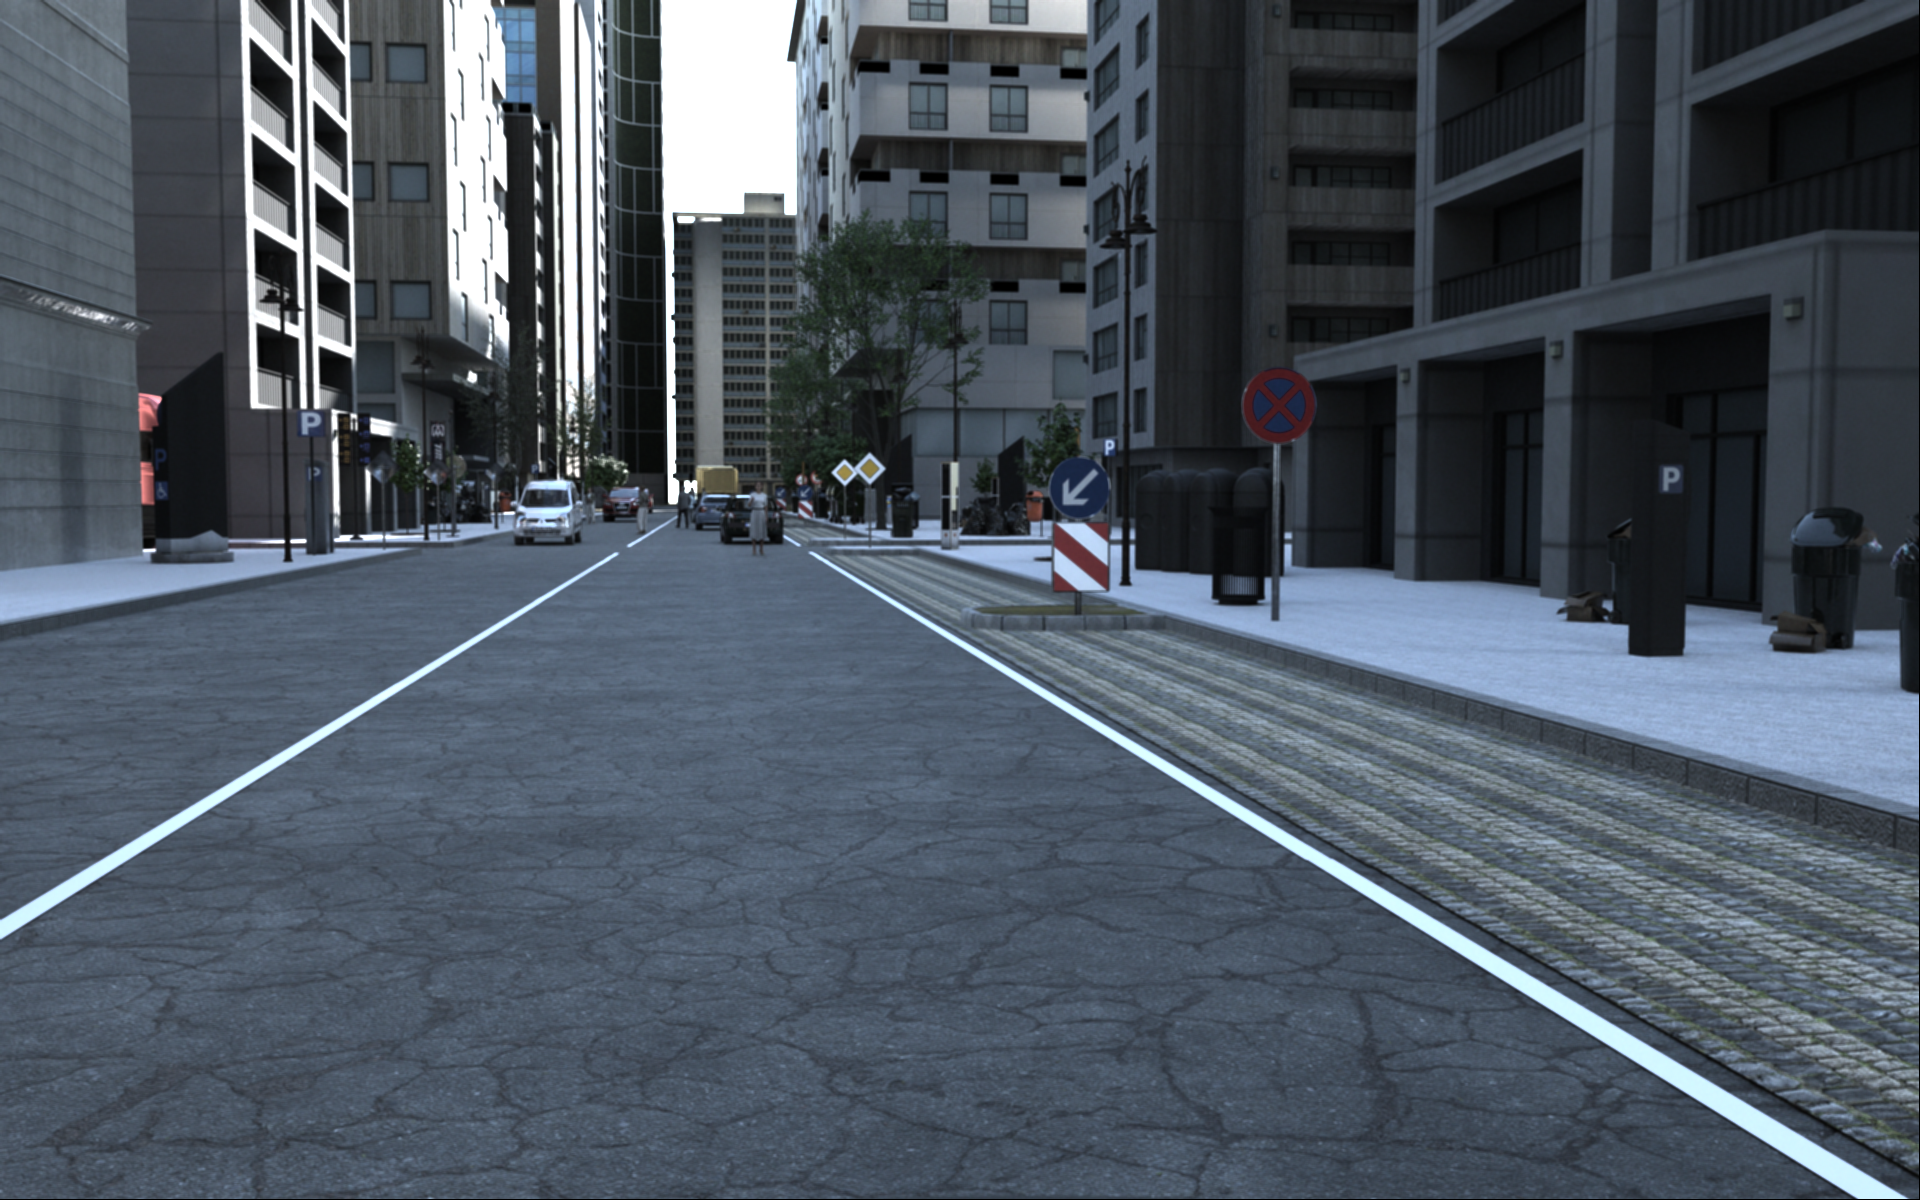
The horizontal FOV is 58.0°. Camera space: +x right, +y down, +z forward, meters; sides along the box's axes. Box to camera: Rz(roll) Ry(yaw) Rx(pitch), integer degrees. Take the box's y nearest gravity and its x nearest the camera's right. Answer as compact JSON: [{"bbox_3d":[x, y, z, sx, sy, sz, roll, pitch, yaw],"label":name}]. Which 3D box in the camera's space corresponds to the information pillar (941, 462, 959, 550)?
[{"bbox_3d":[-0.234,-2.172,40.007,0.304,2.012,0.304,3,4,39],"label":"information pillar"}]

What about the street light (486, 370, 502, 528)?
[{"bbox_3d":[-17.320,-5.612,64.548,0.468,5.910,1.993,0,4,-8],"label":"street light"}]

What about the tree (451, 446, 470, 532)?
[{"bbox_3d":[-17.437,-3.934,58.918,1.663,3.219,1.824,0,3,0],"label":"tree"}]

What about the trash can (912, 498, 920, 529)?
[{"bbox_3d":[-1.816,-3.161,63.338,0.748,1.137,0.748,0,3,0],"label":"trash can"}]

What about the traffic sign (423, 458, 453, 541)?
[{"bbox_3d":[-14.360,-2.693,47.678,0.795,2.450,0.064,0,4,-8],"label":"traffic sign"}]

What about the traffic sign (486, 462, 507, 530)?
[{"bbox_3d":[-16.683,-3.742,62.370,0.795,2.450,0.064,0,4,-3],"label":"traffic sign"}]

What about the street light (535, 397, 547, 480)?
[{"bbox_3d":[-19.586,-6.627,81.144,0.468,5.910,1.993,0,4,-8],"label":"street light"}]

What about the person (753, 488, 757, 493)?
[{"bbox_3d":[-9.641,-4.452,82.122,0.563,1.720,0.643,2,4,32],"label":"person"}]

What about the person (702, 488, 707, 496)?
[{"bbox_3d":[-15.680,-5.968,106.192,0.853,1.813,0.709,-3,4,-39],"label":"person"}]

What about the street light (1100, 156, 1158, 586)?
[{"bbox_3d":[2.324,-3.140,24.122,0.468,5.910,1.993,0,4,-8],"label":"street light"}]

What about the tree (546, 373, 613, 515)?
[{"bbox_3d":[-23.155,-9.511,105.874,4.737,8.622,4.395,0,3,0],"label":"tree"}]

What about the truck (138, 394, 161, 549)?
[{"bbox_3d":[-23.587,-3.200,41.232,11.283,4.237,2.839,-1,4,-8],"label":"truck"}]

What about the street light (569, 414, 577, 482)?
[{"bbox_3d":[-21.964,-7.683,98.406,0.468,5.910,1.993,0,4,-8],"label":"street light"}]

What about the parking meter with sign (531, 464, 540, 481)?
[{"bbox_3d":[-24.562,-6.466,101.975,0.543,3.016,1.738,1,4,17],"label":"parking meter with sign"}]

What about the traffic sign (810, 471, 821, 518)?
[{"bbox_3d":[-7.515,-5.593,91.559,0.768,2.556,0.104,0,4,-3],"label":"traffic sign"}]

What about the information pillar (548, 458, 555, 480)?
[{"bbox_3d":[-26.611,-7.443,113.055,0.504,3.616,0.183,0,4,8],"label":"information pillar"}]

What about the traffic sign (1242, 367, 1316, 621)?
[{"bbox_3d":[3.197,-1.063,17.485,0.768,2.556,0.104,0,4,-7],"label":"traffic sign"}]

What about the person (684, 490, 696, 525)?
[{"bbox_3d":[-12.562,-4.298,80.584,0.589,1.601,0.330,-3,4,-36],"label":"person"}]

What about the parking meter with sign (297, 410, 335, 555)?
[{"bbox_3d":[-13.718,-2.493,37.016,0.543,3.016,1.738,-1,4,-12],"label":"parking meter with sign"}]

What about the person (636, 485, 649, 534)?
[{"bbox_3d":[-11.487,-3.272,62.549,0.362,1.759,0.519,2,4,31],"label":"person"}]

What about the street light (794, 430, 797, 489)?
[{"bbox_3d":[-11.685,-9.185,122.961,0.468,5.910,1.993,0,4,-8],"label":"street light"}]

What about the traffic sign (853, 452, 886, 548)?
[{"bbox_3d":[-2.152,-2.304,41.318,0.795,2.450,0.064,0,4,-8],"label":"traffic sign"}]

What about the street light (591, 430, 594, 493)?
[{"bbox_3d":[-24.475,-8.711,115.205,0.468,5.910,1.993,0,4,-8],"label":"street light"}]

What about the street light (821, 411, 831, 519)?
[{"bbox_3d":[-6.829,-7.081,88.562,0.468,5.910,1.993,0,4,-8],"label":"street light"}]

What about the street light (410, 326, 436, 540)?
[{"bbox_3d":[-14.775,-4.587,47.793,0.468,5.910,1.993,0,4,-8],"label":"street light"}]

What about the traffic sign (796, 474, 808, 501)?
[{"bbox_3d":[-9.998,-6.686,109.429,0.768,2.556,0.104,0,4,-5],"label":"traffic sign"}]

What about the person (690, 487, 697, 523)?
[{"bbox_3d":[-13.162,-4.705,85.613,0.473,1.802,0.592,2,4,24],"label":"person"}]

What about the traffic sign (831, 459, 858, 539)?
[{"bbox_3d":[-3.274,-2.788,49.224,0.795,2.450,0.064,0,4,-8],"label":"traffic sign"}]

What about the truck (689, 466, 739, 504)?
[{"bbox_3d":[-16.659,-7.479,118.199,3.469,3.379,9.791,-1,4,-10],"label":"truck"}]

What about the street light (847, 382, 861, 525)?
[{"bbox_3d":[-4.392,-6.049,71.685,0.468,5.910,1.993,0,4,-8],"label":"street light"}]

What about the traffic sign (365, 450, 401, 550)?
[{"bbox_3d":[-13.239,-2.210,39.772,0.795,2.450,0.064,0,4,-8],"label":"traffic sign"}]

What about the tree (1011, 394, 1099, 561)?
[{"bbox_3d":[2.036,-2.377,33.468,1.663,3.219,1.824,0,3,0],"label":"tree"}]

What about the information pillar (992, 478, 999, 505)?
[{"bbox_3d":[1.584,-4.466,77.508,0.304,2.012,0.304,1,4,12],"label":"information pillar"}]

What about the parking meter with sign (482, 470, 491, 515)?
[{"bbox_3d":[-29.749,-6.885,108.834,0.543,3.016,1.738,-2,4,-26],"label":"parking meter with sign"}]

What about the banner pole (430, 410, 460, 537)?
[{"bbox_3d":[-15.477,-3.789,51.961,0.863,3.779,0.401,0,4,1],"label":"banner pole"}]

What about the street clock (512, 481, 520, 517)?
[{"bbox_3d":[-24.049,-5.465,93.917,0.358,2.002,0.471,-3,5,-42],"label":"street clock"}]

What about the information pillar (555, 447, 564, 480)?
[{"bbox_3d":[-19.778,-5.789,86.000,0.183,3.616,0.504,0,4,6],"label":"information pillar"}]

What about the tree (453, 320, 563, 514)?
[{"bbox_3d":[-18.826,-7.464,72.401,4.360,8.622,3.978,0,3,0],"label":"tree"}]

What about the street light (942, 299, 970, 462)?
[{"bbox_3d":[-0.109,-4.184,41.203,0.468,5.910,1.993,0,4,-8],"label":"street light"}]

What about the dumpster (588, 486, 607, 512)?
[{"bbox_3d":[-25.234,-7.006,120.300,1.264,1.857,1.865,0,4,-8],"label":"dumpster"}]

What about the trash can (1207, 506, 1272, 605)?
[{"bbox_3d":[3.239,-0.519,20.132,0.748,1.137,0.748,0,3,0],"label":"trash can"}]

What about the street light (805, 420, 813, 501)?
[{"bbox_3d":[-9.197,-8.130,105.705,0.468,5.910,1.993,0,4,-8],"label":"street light"}]

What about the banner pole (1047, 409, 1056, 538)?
[{"bbox_3d":[2.865,-3.672,50.051,0.401,3.779,0.863,-2,4,-34],"label":"banner pole"}]

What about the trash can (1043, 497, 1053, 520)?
[{"bbox_3d":[4.362,-4.459,84.565,0.748,1.137,0.748,0,3,0],"label":"trash can"}]

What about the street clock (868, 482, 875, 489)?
[{"bbox_3d":[-4.329,-4.895,84.608,0.358,2.002,0.471,1,4,11],"label":"street clock"}]

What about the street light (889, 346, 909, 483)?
[{"bbox_3d":[-1.903,-4.980,54.204,0.468,5.910,1.993,0,4,-8],"label":"street light"}]

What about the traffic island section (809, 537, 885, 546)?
[{"bbox_3d":[-3.252,-1.653,49.305,2.009,0.180,2.903,0,4,-8],"label":"traffic island section"}]

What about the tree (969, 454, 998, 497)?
[{"bbox_3d":[1.155,-5.474,84.104,1.663,3.219,1.824,0,3,0],"label":"tree"}]

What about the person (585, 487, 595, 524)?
[{"bbox_3d":[-17.805,-4.541,83.287,0.519,1.759,0.362,1,4,8],"label":"person"}]

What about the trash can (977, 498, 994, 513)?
[{"bbox_3d":[1.056,-3.669,71.646,0.748,1.137,0.748,0,3,0],"label":"trash can"}]

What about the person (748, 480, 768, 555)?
[{"bbox_3d":[-4.733,-1.933,40.680,0.480,1.755,0.524,-1,4,-22],"label":"person"}]

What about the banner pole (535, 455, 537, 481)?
[{"bbox_3d":[-27.311,-7.445,111.736,0.401,3.779,0.863,-1,4,-18],"label":"banner pole"}]

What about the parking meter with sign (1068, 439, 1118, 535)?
[{"bbox_3d":[4.127,-3.544,54.201,1.738,3.016,0.543,-3,5,-41],"label":"parking meter with sign"}]

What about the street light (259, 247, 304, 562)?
[{"bbox_3d":[-12.734,-3.661,32.641,0.468,5.910,1.993,0,4,-8],"label":"street light"}]

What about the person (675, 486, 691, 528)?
[{"bbox_3d":[-11.725,-3.934,73.218,0.661,1.777,0.834,-3,4,-38],"label":"person"}]

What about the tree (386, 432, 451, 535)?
[{"bbox_3d":[-17.156,-3.641,54.128,1.663,3.219,1.824,0,3,0],"label":"tree"}]

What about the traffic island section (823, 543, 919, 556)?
[{"bbox_3d":[-2.130,-1.169,41.399,2.009,0.180,2.903,0,4,-8],"label":"traffic island section"}]

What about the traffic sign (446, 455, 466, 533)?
[{"bbox_3d":[-16.505,-3.453,56.560,0.768,2.556,0.104,0,4,-4],"label":"traffic sign"}]
